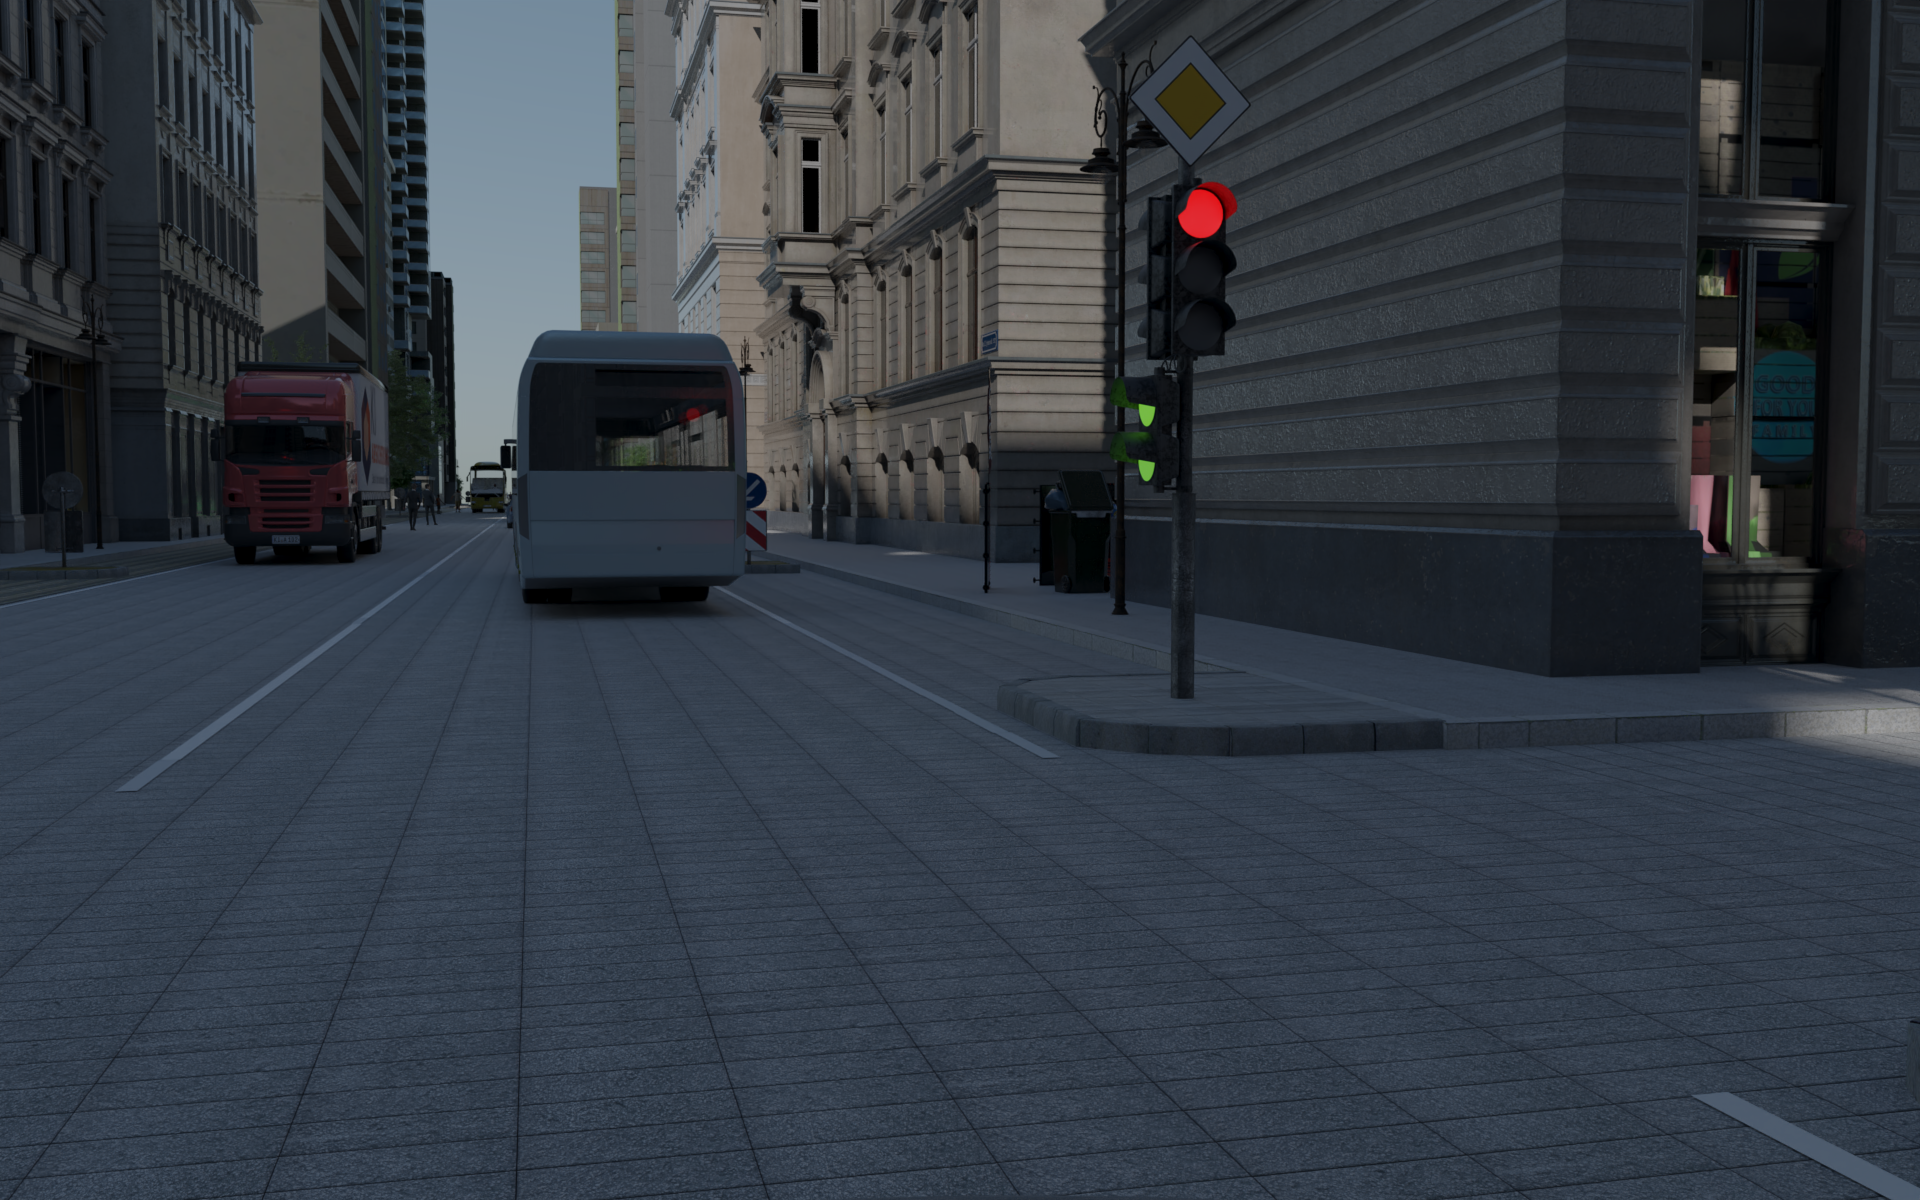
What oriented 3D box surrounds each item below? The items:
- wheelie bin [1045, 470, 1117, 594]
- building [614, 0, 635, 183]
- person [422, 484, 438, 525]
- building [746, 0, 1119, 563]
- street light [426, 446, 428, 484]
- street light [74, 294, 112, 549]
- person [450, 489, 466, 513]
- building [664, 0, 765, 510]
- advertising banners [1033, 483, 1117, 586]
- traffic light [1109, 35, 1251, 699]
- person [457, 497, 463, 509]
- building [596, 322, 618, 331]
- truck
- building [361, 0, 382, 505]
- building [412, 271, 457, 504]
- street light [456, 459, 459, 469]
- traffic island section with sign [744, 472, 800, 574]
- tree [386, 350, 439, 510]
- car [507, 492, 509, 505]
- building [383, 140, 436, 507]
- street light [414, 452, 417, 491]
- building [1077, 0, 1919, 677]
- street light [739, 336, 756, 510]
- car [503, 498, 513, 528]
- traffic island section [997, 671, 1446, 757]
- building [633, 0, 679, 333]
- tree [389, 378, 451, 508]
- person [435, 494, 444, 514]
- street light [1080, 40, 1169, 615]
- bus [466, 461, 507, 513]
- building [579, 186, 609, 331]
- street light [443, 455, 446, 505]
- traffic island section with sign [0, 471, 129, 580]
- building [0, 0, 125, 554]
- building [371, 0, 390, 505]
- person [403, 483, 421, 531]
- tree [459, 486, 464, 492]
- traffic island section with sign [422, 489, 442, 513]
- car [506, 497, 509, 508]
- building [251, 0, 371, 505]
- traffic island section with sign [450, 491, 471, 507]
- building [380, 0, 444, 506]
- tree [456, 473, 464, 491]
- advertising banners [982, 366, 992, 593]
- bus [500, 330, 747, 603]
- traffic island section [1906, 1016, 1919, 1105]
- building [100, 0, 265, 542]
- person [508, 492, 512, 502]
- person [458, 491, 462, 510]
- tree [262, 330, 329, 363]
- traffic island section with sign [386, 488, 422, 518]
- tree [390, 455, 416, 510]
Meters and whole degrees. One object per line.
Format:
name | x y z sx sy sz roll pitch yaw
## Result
wheelie bin | 1.540 -0.896 22.559 0.980 1.594 0.693 -1 4 -22
building | -19.021 -27.414 131.814 14.154 41.232 14.086 -1 4 -14
person | -24.484 -4.410 79.960 0.648 1.900 0.474 0 4 6
building | 1.644 -14.061 48.978 14.460 24.649 34.723 -1 4 -14
street light | -50.316 -11.665 163.511 0.468 5.910 1.993 -1 4 -14
street light | -20.062 -4.124 40.221 0.468 5.910 1.993 -1 4 -14
person | -38.929 -7.693 134.276 1.348 1.824 0.705 1 4 13
building | -5.423 -17.745 76.028 13.634 28.700 20.117 -1 4 -14
advertising banners | 1.990 -1.732 24.507 2.074 3.025 0.090 -1 4 -23
traffic light | 1.382 -1.338 10.792 0.839 4.253 0.868 -1 4 -14
person | -46.604 -9.288 161.078 1.217 1.735 0.721 3 5 43
building | -26.315 -21.204 191.731 27.650 21.520 28.899 -1 4 -14
truck | -14.581 -3.068 39.078 2.839 4.237 11.283 -1 4 -14
building | -43.790 -25.844 106.145 14.154 41.232 14.086 -1 4 -14
building | -71.889 -27.453 220.562 14.160 30.474 14.107 -1 4 -14
street light | -66.345 -15.663 228.884 0.468 5.910 1.993 -1 4 -14
traffic island section with sign | -4.088 -1.429 31.984 1.989 1.847 2.006 -1 4 -14
tree | -44.692 -13.284 135.321 7.486 12.596 7.792 0 3 0
car | -59.556 -13.223 224.871 2.281 1.827 5.304 -1 4 -12
building | -68.736 -29.197 169.252 32.217 40.220 23.993 -1 4 -14
street light | -46.299 -10.661 147.096 0.468 5.910 1.993 -1 4 -14
building | 11.964 -11.581 18.224 19.941 23.489 11.050 -1 4 -14
street light | -6.285 -4.770 50.776 0.468 5.910 1.993 -1 4 -14
car | -18.398 -3.773 73.684 2.014 1.417 4.499 -1 4 -15
traffic island section | 1.423 0.695 10.916 2.009 0.180 2.903 -1 4 -14
building | -10.370 -34.842 111.667 21.231 58.520 28.212 -1 4 -14
tree | -49.159 -14.005 154.729 9.928 11.665 9.643 0 3 0
person | -36.631 -6.728 121.758 0.557 1.426 1.065 1 4 14
street light | 1.704 -2.782 18.269 0.468 5.910 1.993 -1 4 -14
bus | -36.464 -8.714 134.015 2.896 3.916 12.252 -1 4 -14
building | -44.015 -33.636 233.546 14.154 41.232 14.086 -1 4 -14
street light | -58.330 -13.651 195.982 0.468 5.910 1.993 -1 4 -14
traffic island section with sign | -15.430 -1.285 29.645 1.989 1.847 2.006 -1 4 -14
building | -21.945 -10.655 25.124 10.553 20.767 40.483 -1 4 -14
building | -47.592 -28.716 119.625 14.600 45.320 14.200 -1 4 -14
person | -21.542 -3.665 68.196 0.659 1.850 0.755 -1 4 -9
tree | -68.561 -14.774 236.155 1.663 3.219 1.824 0 3 0
traffic island section with sign | -40.314 -7.498 131.224 1.989 1.847 2.006 -1 4 -14
car | -49.370 -10.786 185.394 2.155 1.783 4.494 -1 4 -12
building | -42.554 -28.391 87.889 21.300 48.544 21.600 -1 4 -14
traffic island section with sign | -53.533 -10.799 185.195 1.989 1.847 2.006 -1 4 -14
building | -70.407 -54.007 195.685 22.319 86.520 31.000 -1 4 -14
tree | -68.242 -15.200 232.233 4.285 4.588 4.351 0 3 0
advertising banners | 0.377 -1.655 23.249 0.090 3.025 2.074 0 4 3
bus | -5.391 -1.907 26.037 2.948 3.499 13.247 -1 4 -15
traffic island section | 3.323 1.169 3.160 2.009 0.180 2.903 -1 4 -14
building | -28.058 -12.517 53.810 9.793 20.994 18.267 -1 4 -14
person | -57.399 -12.952 221.185 0.541 1.710 0.530 0 4 -7
person | -44.070 -8.776 152.779 0.721 1.735 1.217 -2 4 -25
tree | -30.179 -7.819 78.195 4.737 8.622 4.395 0 3 0
traffic island section with sign | -33.837 -5.881 104.790 1.989 1.847 2.006 -1 4 -14
tree | -46.226 -9.693 142.186 4.285 4.588 4.351 0 3 0
